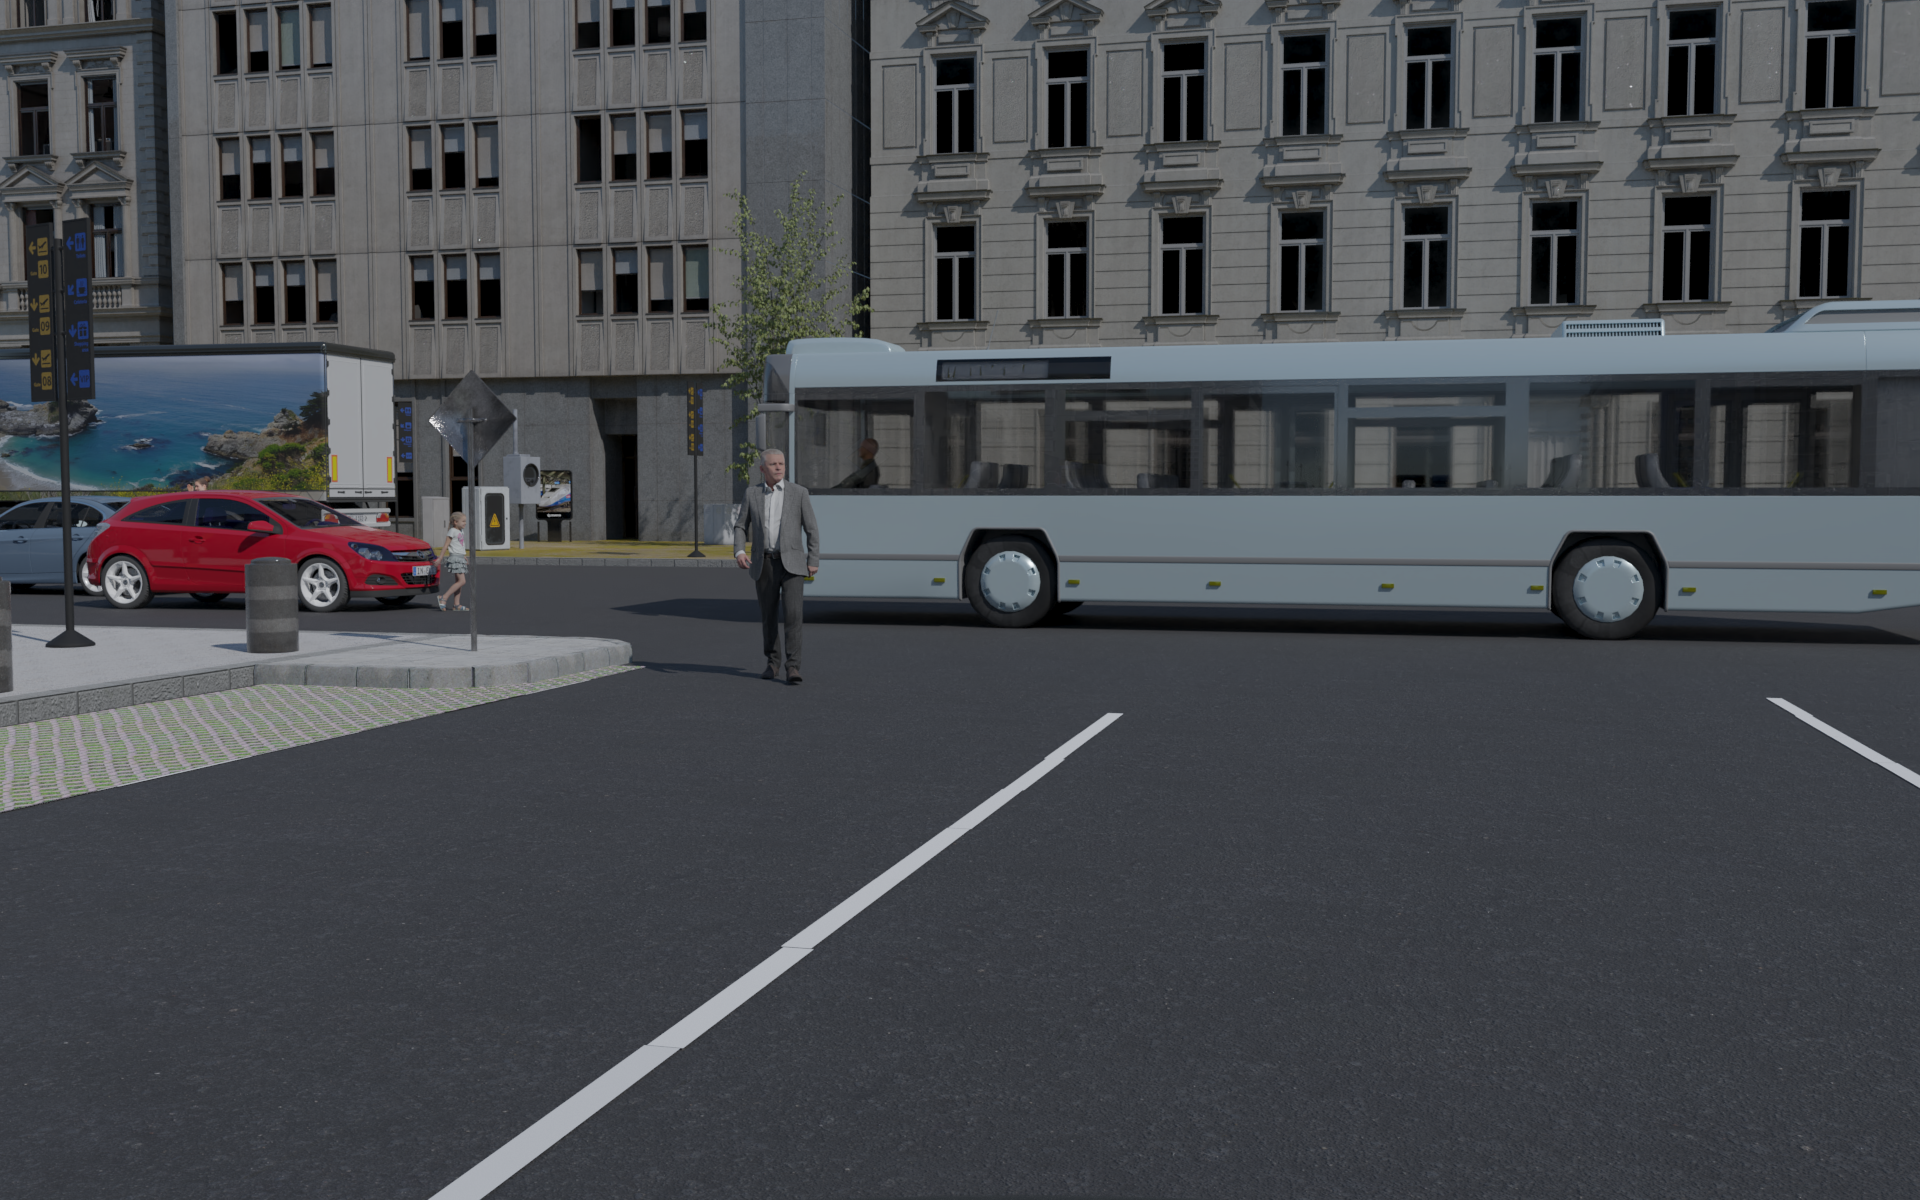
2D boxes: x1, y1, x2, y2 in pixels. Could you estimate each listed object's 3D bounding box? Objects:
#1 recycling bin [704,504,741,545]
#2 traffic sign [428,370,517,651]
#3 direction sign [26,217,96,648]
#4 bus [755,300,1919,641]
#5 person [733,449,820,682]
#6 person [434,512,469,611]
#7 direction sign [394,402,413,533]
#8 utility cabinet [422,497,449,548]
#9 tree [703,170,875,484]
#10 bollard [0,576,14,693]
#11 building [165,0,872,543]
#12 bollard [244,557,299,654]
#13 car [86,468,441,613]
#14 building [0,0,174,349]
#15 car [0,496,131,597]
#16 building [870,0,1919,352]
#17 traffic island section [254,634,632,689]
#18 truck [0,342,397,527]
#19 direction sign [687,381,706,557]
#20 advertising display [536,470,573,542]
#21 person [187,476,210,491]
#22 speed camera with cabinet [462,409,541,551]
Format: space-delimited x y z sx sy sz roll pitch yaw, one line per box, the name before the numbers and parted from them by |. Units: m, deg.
recycling bin | -5.991 -1.913 43.830 0.722 1.027 0.722 2 4 34
traffic sign | -3.963 -0.638 14.074 0.795 2.450 0.064 1 4 15
direction sign | -7.498 -1.376 14.494 0.876 3.537 0.379 2 4 31
bus | 3.558 -1.463 18.773 13.247 3.499 2.948 1 4 15
person | -1.397 -0.265 13.238 0.661 1.777 0.834 -1 4 -8
person | -6.233 -0.478 21.328 0.382 1.210 0.505 0 4 2
direction sign | -13.923 -3.104 42.752 0.876 3.537 0.379 -3 5 -40
utility cabinet | -12.688 -1.884 41.964 0.306 1.237 1.020 0 4 5
tree | -4.122 -5.506 40.387 4.737 8.622 4.395 0 3 0
bollard | -6.357 0.215 11.199 0.404 0.777 0.398 0 3 0
building | -11.559 -14.364 52.871 19.932 24.808 12.078 1 4 15
bollard | -5.600 0.038 14.094 0.404 0.777 0.398 0 3 0
car | -8.795 -0.794 22.018 4.494 1.783 2.155 1 4 13
building | -31.675 -14.043 58.474 19.941 23.489 11.050 1 4 15
car | -13.061 -0.813 25.300 4.499 1.417 2.014 1 4 14
building | 20.336 -16.615 48.070 44.131 29.872 17.030 1 4 15
traffic island section | -3.988 0.498 14.142 2.009 0.180 2.903 1 4 15
truck | -16.846 -2.773 34.255 11.283 4.237 2.839 1 4 13
direction sign | -5.364 -2.639 35.143 0.379 3.537 0.876 1 4 11
advertising display | -10.861 -2.517 46.363 0.974 1.923 0.123 0 4 -1
person | -12.716 -1.193 28.813 0.742 1.727 0.445 2 4 31
speed camera with cabinet | -10.526 -2.780 39.796 0.660 3.252 2.038 2 4 27
